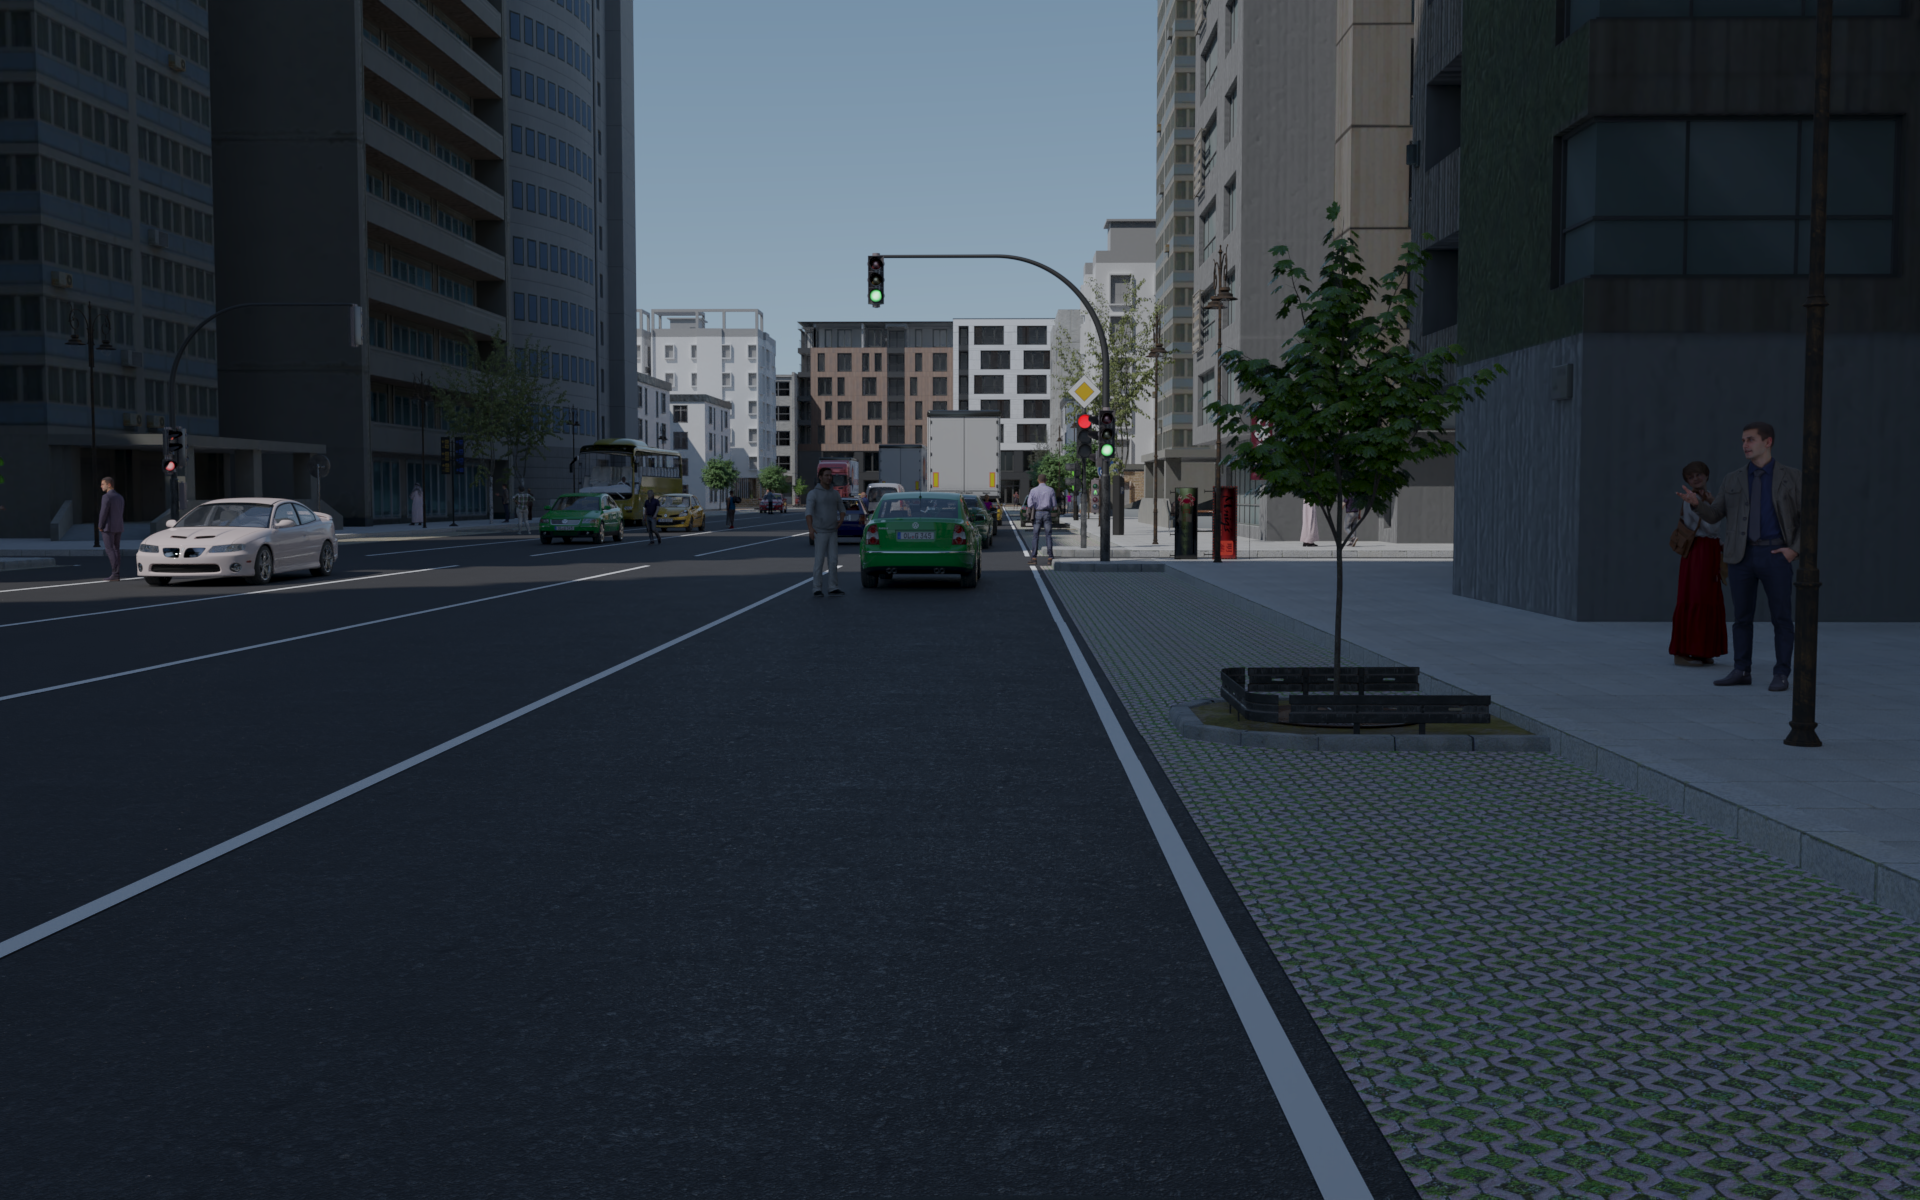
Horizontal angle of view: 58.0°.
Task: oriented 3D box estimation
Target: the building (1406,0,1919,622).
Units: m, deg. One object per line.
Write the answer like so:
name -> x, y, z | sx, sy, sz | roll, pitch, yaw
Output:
building -> 13.356, -15.379, 23.153 | 14.160, 30.474, 14.107 | 0, 4, 1

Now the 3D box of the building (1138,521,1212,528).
building -> 24.099, -23.169, 70.692 | 32.217, 40.220, 23.993 | 0, 4, 1

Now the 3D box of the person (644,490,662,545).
person -> -8.647, -2.344, 49.039 | 0.471, 1.553, 0.569 | -2, 4, -30

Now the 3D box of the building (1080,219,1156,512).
building -> 16.764, -16.412, 124.749 | 16.016, 20.091, 11.380 | 0, 4, 1

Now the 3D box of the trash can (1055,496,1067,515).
trash can -> 6.231, -5.826, 106.908 | 0.748, 1.137, 0.748 | 0, 3, 0

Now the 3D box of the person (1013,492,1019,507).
person -> 5.260, -9.345, 162.754 | 0.593, 1.643, 0.415 | -3, 5, -40

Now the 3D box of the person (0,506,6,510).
person -> -23.709, -2.079, 41.989 | 0.435, 1.587, 0.963 | 3, 5, 40

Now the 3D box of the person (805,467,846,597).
person -> -1.872, -0.952, 24.218 | 0.875, 1.805, 0.789 | -3, 4, -36

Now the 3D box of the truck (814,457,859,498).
truck -> -9.513, -8.922, 134.787 | 2.839, 4.237, 11.283 | 0, 4, 1

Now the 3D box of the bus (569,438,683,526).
bus -> -15.122, -5.406, 79.932 | 2.896, 3.916, 12.252 | 0, 4, 1

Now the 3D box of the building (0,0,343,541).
building -> -38.453, -22.181, 54.534 | 32.217, 40.220, 23.993 | 0, 4, 1

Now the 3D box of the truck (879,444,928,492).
truck -> -3.055, -6.989, 103.177 | 2.839, 4.237, 11.283 | 0, 4, 3

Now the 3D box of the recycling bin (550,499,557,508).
recycling bin -> -19.794, -4.447, 85.255 | 0.722, 1.027, 0.722 | -1, 4, -8

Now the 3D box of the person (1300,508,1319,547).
person -> 8.548, -2.165, 42.115 | 0.621, 1.740, 0.551 | -2, 4, -23

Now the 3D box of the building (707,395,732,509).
building -> -25.531, -13.296, 159.528 | 9.099, 9.664, 28.070 | 0, 4, 1

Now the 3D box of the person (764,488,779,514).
person -> -13.359, -6.961, 122.292 | 1.348, 1.826, 0.705 | 3, 4, 37

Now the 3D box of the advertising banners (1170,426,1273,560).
advertising banners -> 5.145, -2.300, 33.794 | 2.074, 3.025, 0.090 | 0, 4, 2

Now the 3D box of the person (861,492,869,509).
person -> -3.295, -2.967, 59.709 | 0.574, 1.496, 0.600 | -3, 5, -43

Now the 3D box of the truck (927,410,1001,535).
truck -> 0.128, -4.558, 63.437 | 2.839, 4.237, 11.283 | 0, 3, 0

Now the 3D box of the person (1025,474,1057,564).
person -> 1.691, -1.651, 35.366 | 0.709, 1.838, 0.599 | 0, 4, 4

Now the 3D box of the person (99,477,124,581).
person -> -14.021, -1.175, 28.630 | 0.530, 1.710, 0.541 | 1, 4, 19

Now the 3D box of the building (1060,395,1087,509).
building -> 13.386, -12.397, 144.833 | 9.099, 9.664, 28.070 | 0, 4, 1

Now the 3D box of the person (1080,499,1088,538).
person -> 4.075, -2.703, 56.604 | 0.340, 1.345, 0.435 | 0, 4, 3

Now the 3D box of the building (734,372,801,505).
building -> -34.908, -21.080, 211.117 | 31.486, 18.905, 16.747 | 0, 4, 1

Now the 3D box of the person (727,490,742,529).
person -> -9.363, -3.732, 71.396 | 0.662, 1.594, 0.647 | 3, 4, 37

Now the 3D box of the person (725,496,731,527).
person -> -10.035, -3.843, 75.248 | 0.435, 1.345, 0.340 | 1, 4, 14

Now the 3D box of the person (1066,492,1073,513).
person -> 7.286, -6.480, 115.223 | 0.726, 1.435, 0.776 | 0, 4, 0

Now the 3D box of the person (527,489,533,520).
person -> -21.196, -4.693, 85.040 | 0.482, 1.546, 0.388 | -3, 4, -37

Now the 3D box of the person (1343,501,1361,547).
person -> 9.464, -2.065, 42.013 | 0.569, 1.553, 0.471 | 0, 4, 8

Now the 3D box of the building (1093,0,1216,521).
building -> 24.533, -25.149, 103.063 | 32.217, 40.220, 23.993 | 0, 4, 1

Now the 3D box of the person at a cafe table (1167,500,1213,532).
person at a cafe table -> 7.896, -2.942, 58.961 | 1.726, 1.238, 1.698 | 0, 4, 5

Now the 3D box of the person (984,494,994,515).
person -> 0.802, -2.527, 53.060 | 0.726, 1.435, 0.776 | 0, 4, 7

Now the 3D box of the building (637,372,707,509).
building -> -26.340, -11.565, 131.242 | 9.099, 9.664, 28.070 | 0, 4, 1

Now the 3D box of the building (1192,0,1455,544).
building -> 14.367, -22.338, 48.815 | 14.086, 41.232, 14.154 | 0, 4, 1

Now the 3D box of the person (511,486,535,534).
person -> -15.547, -3.200, 61.548 | 0.841, 1.734, 0.376 | -2, 4, -27

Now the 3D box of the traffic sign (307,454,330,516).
traffic sign -> -20.467, -3.374, 55.271 | 0.768, 2.556, 0.104 | 0, 4, 6

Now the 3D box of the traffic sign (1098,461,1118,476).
traffic sign -> 5.496, -3.934, 64.431 | 0.768, 2.556, 0.104 | 0, 4, 4

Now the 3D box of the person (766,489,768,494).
person -> -18.529, -9.869, 167.925 | 0.750, 1.759, 0.617 | 1, 4, 20

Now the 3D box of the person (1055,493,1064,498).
person -> 7.278, -7.364, 126.999 | 0.990, 1.755, 0.434 | -1, 4, -13

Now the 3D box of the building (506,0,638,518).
building -> -32.473, -34.219, 101.473 | 21.231, 58.520, 28.212 | 0, 4, 1

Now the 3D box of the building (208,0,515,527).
building -> -33.677, -27.721, 76.938 | 21.300, 48.544, 21.600 | 0, 4, 1

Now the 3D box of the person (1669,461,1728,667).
person -> 5.518, -0.269, 12.909 | 0.387, 1.526, 0.523 | 3, 5, 43

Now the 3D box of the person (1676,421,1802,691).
person -> 5.147, -0.293, 11.359 | 0.750, 1.759, 0.617 | -2, 4, -32

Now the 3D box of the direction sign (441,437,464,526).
direction sign -> -20.114, -4.692, 68.705 | 0.876, 3.537, 0.379 | -1, 4, -18

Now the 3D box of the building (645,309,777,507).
building -> -25.652, -19.992, 183.285 | 11.380, 20.091, 16.016 | 0, 4, 1

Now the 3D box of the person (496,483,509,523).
person -> -20.643, -4.372, 78.056 | 0.750, 1.759, 0.617 | 0, 4, 2

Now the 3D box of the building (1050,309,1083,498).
building -> 17.926, -18.821, 174.183 | 16.747, 18.905, 31.486 | 0, 4, 1

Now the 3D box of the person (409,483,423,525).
person -> -22.221, -3.925, 70.888 | 0.621, 1.740, 0.551 | 1, 4, 17

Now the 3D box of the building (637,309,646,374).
building -> -37.376, -20.002, 183.447 | 11.380, 20.091, 16.016 | 0, 4, 1

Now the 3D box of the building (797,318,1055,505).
building -> -2.703, -22.708, 215.252 | 32.646, 21.610, 27.936 | 0, 4, 1
